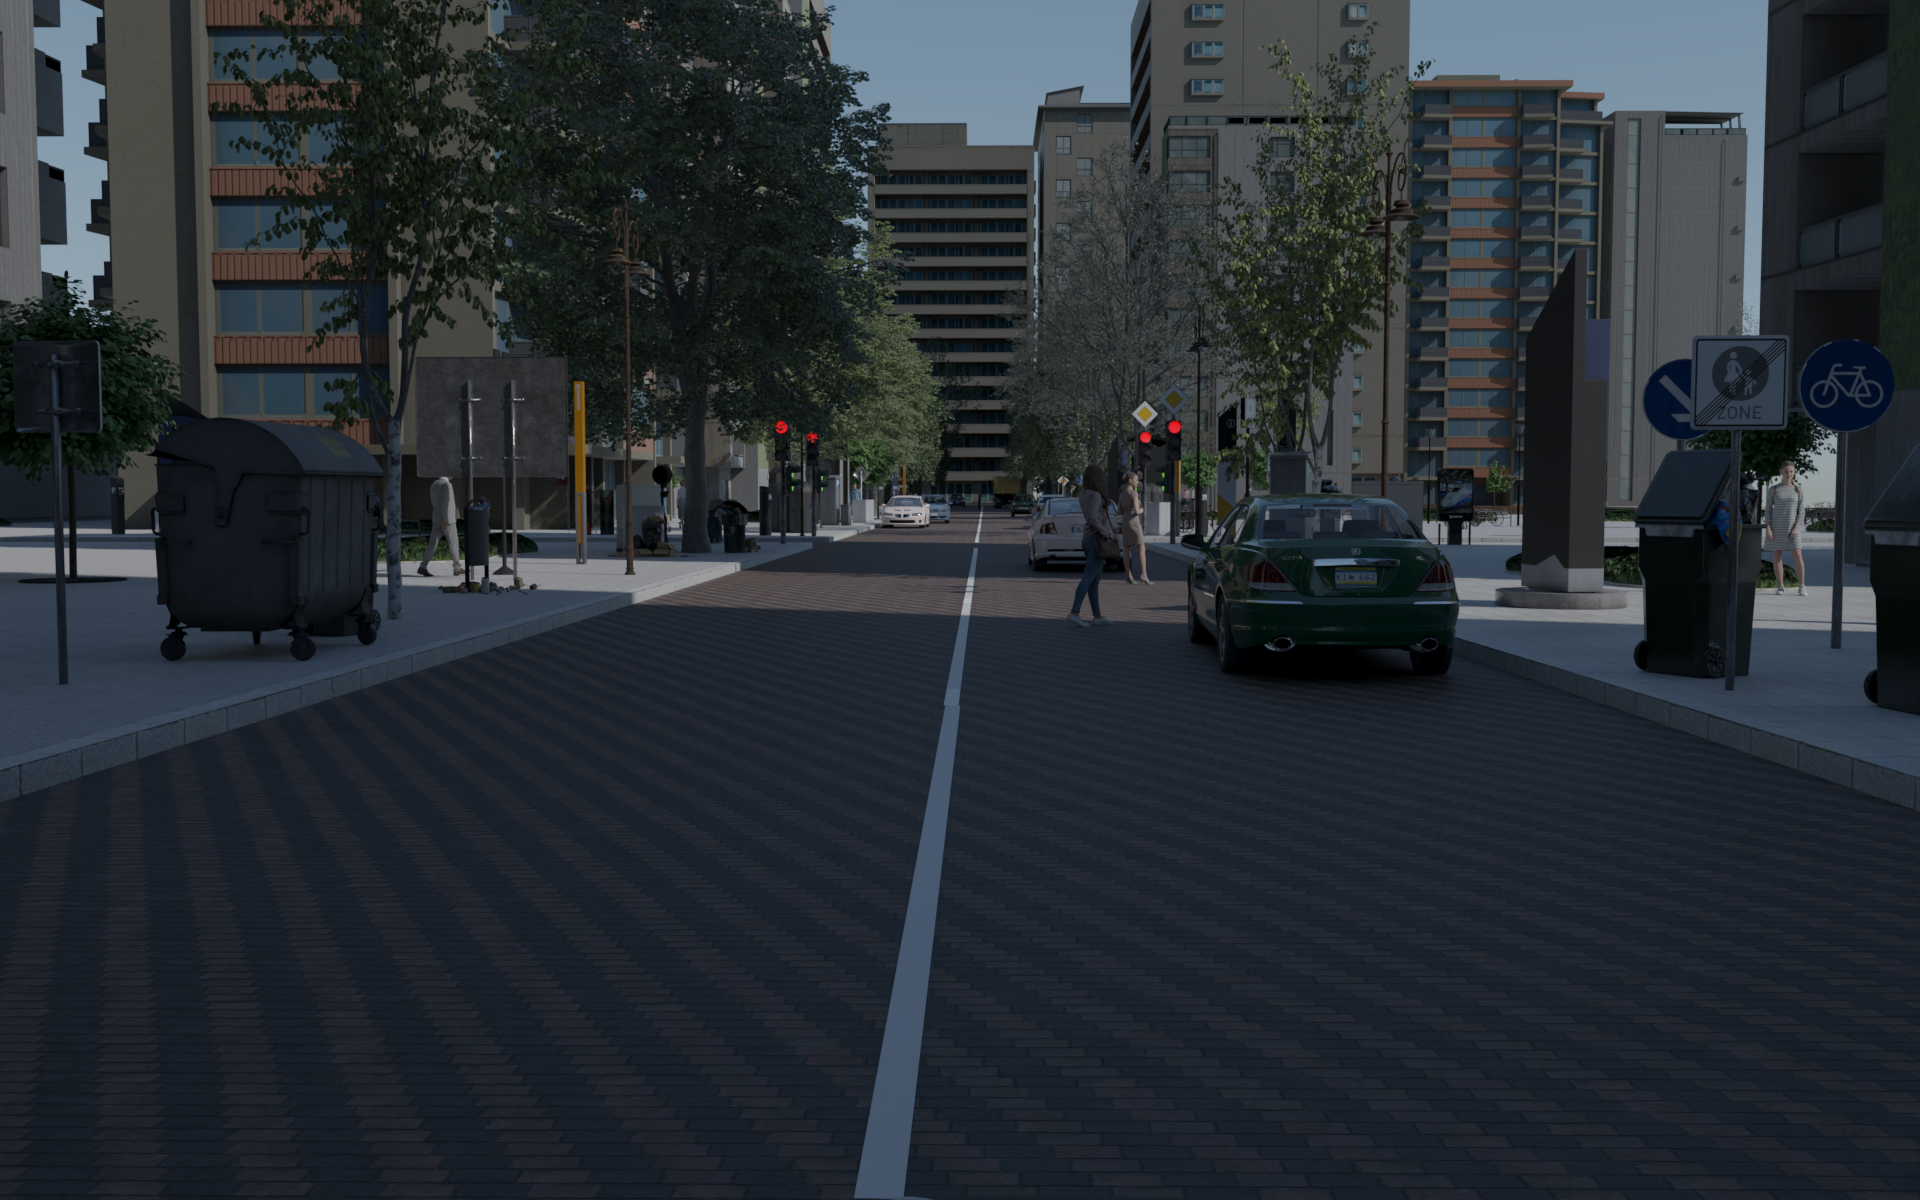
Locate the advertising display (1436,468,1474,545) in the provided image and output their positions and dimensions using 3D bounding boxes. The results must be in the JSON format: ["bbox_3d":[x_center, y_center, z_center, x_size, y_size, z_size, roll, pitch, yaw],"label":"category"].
[{"bbox_3d":[12.477,-2.350,43.643,0.974,1.923,0.123,-1,4,-14],"label":"advertising display"}]

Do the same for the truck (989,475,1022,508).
[{"bbox_3d":[4.732,-11.035,176.339,3.469,3.379,9.791,0,4,0],"label":"truck"}]

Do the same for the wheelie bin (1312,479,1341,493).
[{"bbox_3d":[7.743,-1.775,36.927,0.980,1.594,0.693,-3,5,-40],"label":"wheelie bin"}]

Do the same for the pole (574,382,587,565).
[{"bbox_3d":[-6.908,-2.304,31.512,0.158,3.312,0.155,0,3,0],"label":"pole"}]

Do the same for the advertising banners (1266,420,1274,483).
[{"bbox_3d":[7.745,-2.789,41.790,0.090,3.025,2.074,2,4,32],"label":"advertising banners"}]

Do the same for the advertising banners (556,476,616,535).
[{"bbox_3d":[-11.725,-3.540,54.064,2.074,3.025,0.090,-2,4,-31],"label":"advertising banners"}]

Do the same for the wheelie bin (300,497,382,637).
[{"bbox_3d":[-5.709,-0.481,15.765,0.980,1.594,0.693,1,4,17],"label":"wheelie bin"}]

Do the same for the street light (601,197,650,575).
[{"bbox_3d":[-5.243,-3.336,27.338,0.468,5.910,1.993,0,4,1],"label":"street light"}]

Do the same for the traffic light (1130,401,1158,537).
[{"bbox_3d":[5.548,-3.875,52.275,0.839,4.253,0.868,0,4,1],"label":"traffic light"}]

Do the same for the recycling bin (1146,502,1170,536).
[{"bbox_3d":[6.111,-2.513,53.640,0.722,1.027,0.722,3,5,44],"label":"recycling bin"}]

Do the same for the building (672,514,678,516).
[{"bbox_3d":[-19.585,-25.764,104.832,14.154,41.232,14.086,0,4,1],"label":"building"}]

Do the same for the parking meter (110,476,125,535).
[{"bbox_3d":[-26.708,-3.010,54.925,0.399,1.863,0.255,2,4,29],"label":"parking meter"}]

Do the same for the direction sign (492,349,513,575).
[{"bbox_3d":[-7.255,-2.171,27.489,0.379,3.537,0.876,0,4,-1],"label":"direction sign"}]

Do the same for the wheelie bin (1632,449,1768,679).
[{"bbox_3d":[5.263,-0.273,12.364,0.693,1.594,0.980,-2,4,-26],"label":"wheelie bin"}]

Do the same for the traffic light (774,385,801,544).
[{"bbox_3d":[-4.525,-3.394,44.416,0.839,4.253,0.868,0,4,1],"label":"traffic light"}]

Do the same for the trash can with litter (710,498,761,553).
[{"bbox_3d":[-4.848,-1.623,37.925,0.624,1.170,1.055,2,4,26],"label":"trash can with litter"}]

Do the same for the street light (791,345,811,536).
[{"bbox_3d":[-4.813,-4.885,52.650,0.468,5.910,1.993,0,4,1],"label":"street light"}]

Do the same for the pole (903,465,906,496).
[{"bbox_3d":[-3.583,-7.186,111.335,0.158,3.312,0.155,0,3,0],"label":"pole"}]

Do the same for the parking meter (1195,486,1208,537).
[{"bbox_3d":[7.198,-2.647,51.685,0.372,1.533,0.369,0,3,0],"label":"parking meter"}]

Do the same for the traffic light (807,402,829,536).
[{"bbox_3d":[-4.412,-3.883,52.400,0.839,4.253,0.868,0,4,1],"label":"traffic light"}]

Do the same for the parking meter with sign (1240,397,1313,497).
[{"bbox_3d":[5.927,-2.124,30.989,1.738,3.016,0.543,2,4,30],"label":"parking meter with sign"}]

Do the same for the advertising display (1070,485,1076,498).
[{"bbox_3d":[7.955,-6.878,117.674,0.974,1.923,0.123,-1,4,-18],"label":"advertising display"}]

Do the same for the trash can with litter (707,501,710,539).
[{"bbox_3d":[-6.553,-2.054,44.966,0.624,1.170,1.055,3,4,38],"label":"trash can with litter"}]

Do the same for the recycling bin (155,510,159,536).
[{"bbox_3d":[-24.312,-2.496,53.370,0.722,1.027,0.722,-3,5,-42],"label":"recycling bin"}]

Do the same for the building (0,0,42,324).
[{"bbox_3d":[-24.996,-15.764,29.435,14.107,30.474,14.160,0,4,1],"label":"building"}]

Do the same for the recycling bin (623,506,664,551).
[{"bbox_3d":[-6.925,-1.551,37.909,0.722,1.027,0.722,1,4,9],"label":"recycling bin"}]

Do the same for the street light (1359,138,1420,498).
[{"bbox_3d":[5.657,-3.071,22.991,0.468,5.910,1.993,0,4,1],"label":"street light"}]

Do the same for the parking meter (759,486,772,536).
[{"bbox_3d":[-6.038,-2.771,53.721,0.372,1.533,0.369,0,3,0],"label":"parking meter"}]

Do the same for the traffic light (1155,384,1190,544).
[{"bbox_3d":[5.435,-3.387,44.291,0.839,4.253,0.868,0,4,1],"label":"traffic light"}]

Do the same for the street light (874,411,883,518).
[{"bbox_3d":[-4.324,-7.261,91.505,0.468,5.910,1.993,0,4,1],"label":"street light"}]

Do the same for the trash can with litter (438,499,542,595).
[{"bbox_3d":[-6.152,-0.736,23.098,1.678,1.210,2.233,1,4,14],"label":"trash can with litter"}]

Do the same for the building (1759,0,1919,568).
[{"bbox_3d":[21.707,-21.077,28.198,14.154,41.232,14.086,0,4,1],"label":"building"}]

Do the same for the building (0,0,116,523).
[{"bbox_3d":[-56.062,-29.628,73.650,27.495,52.752,28.713,0,4,1],"label":"building"}]

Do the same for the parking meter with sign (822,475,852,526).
[{"bbox_3d":[-5.268,-4.531,70.345,1.738,3.016,0.543,1,4,18],"label":"parking meter with sign"}]

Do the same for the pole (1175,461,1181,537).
[{"bbox_3d":[6.528,-3.558,52.017,0.158,3.312,0.155,0,3,0],"label":"pole"}]

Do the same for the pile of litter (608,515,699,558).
[{"bbox_3d":[-6.292,-1.310,35.378,1.719,0.858,1.176,1,4,14],"label":"pile of litter"}]

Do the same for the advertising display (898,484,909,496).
[{"bbox_3d":[-3.828,-6.659,114.095,0.974,1.923,0.123,2,4,26],"label":"advertising display"}]

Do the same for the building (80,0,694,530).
[{"bbox_3d":[-23.530,-25.621,73.527,22.147,44.769,28.867,0,4,1],"label":"building"}]

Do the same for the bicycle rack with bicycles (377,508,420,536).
[{"bbox_3d":[-15.013,-1.876,44.063,2.852,0.926,2.925,-3,4,-37],"label":"bicycle rack with bicycles"}]

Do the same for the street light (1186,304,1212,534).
[{"bbox_3d":[5.816,-4.247,42.230,0.468,5.910,1.993,0,4,1],"label":"street light"}]

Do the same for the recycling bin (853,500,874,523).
[{"bbox_3d":[-4.317,-3.966,77.391,0.722,1.027,0.722,2,4,27],"label":"recycling bin"}]

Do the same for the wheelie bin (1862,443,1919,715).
[{"bbox_3d":[5.805,-0.141,10.219,0.693,1.594,0.980,0,4,-5],"label":"wheelie bin"}]

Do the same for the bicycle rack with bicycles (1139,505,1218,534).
[{"bbox_3d":[6.971,-2.656,56.809,2.852,0.926,2.925,-1,4,-17],"label":"bicycle rack with bicycles"}]

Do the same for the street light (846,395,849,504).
[{"bbox_3d":[-4.687,-6.061,71.890,0.468,5.910,1.993,0,4,1],"label":"street light"}]
